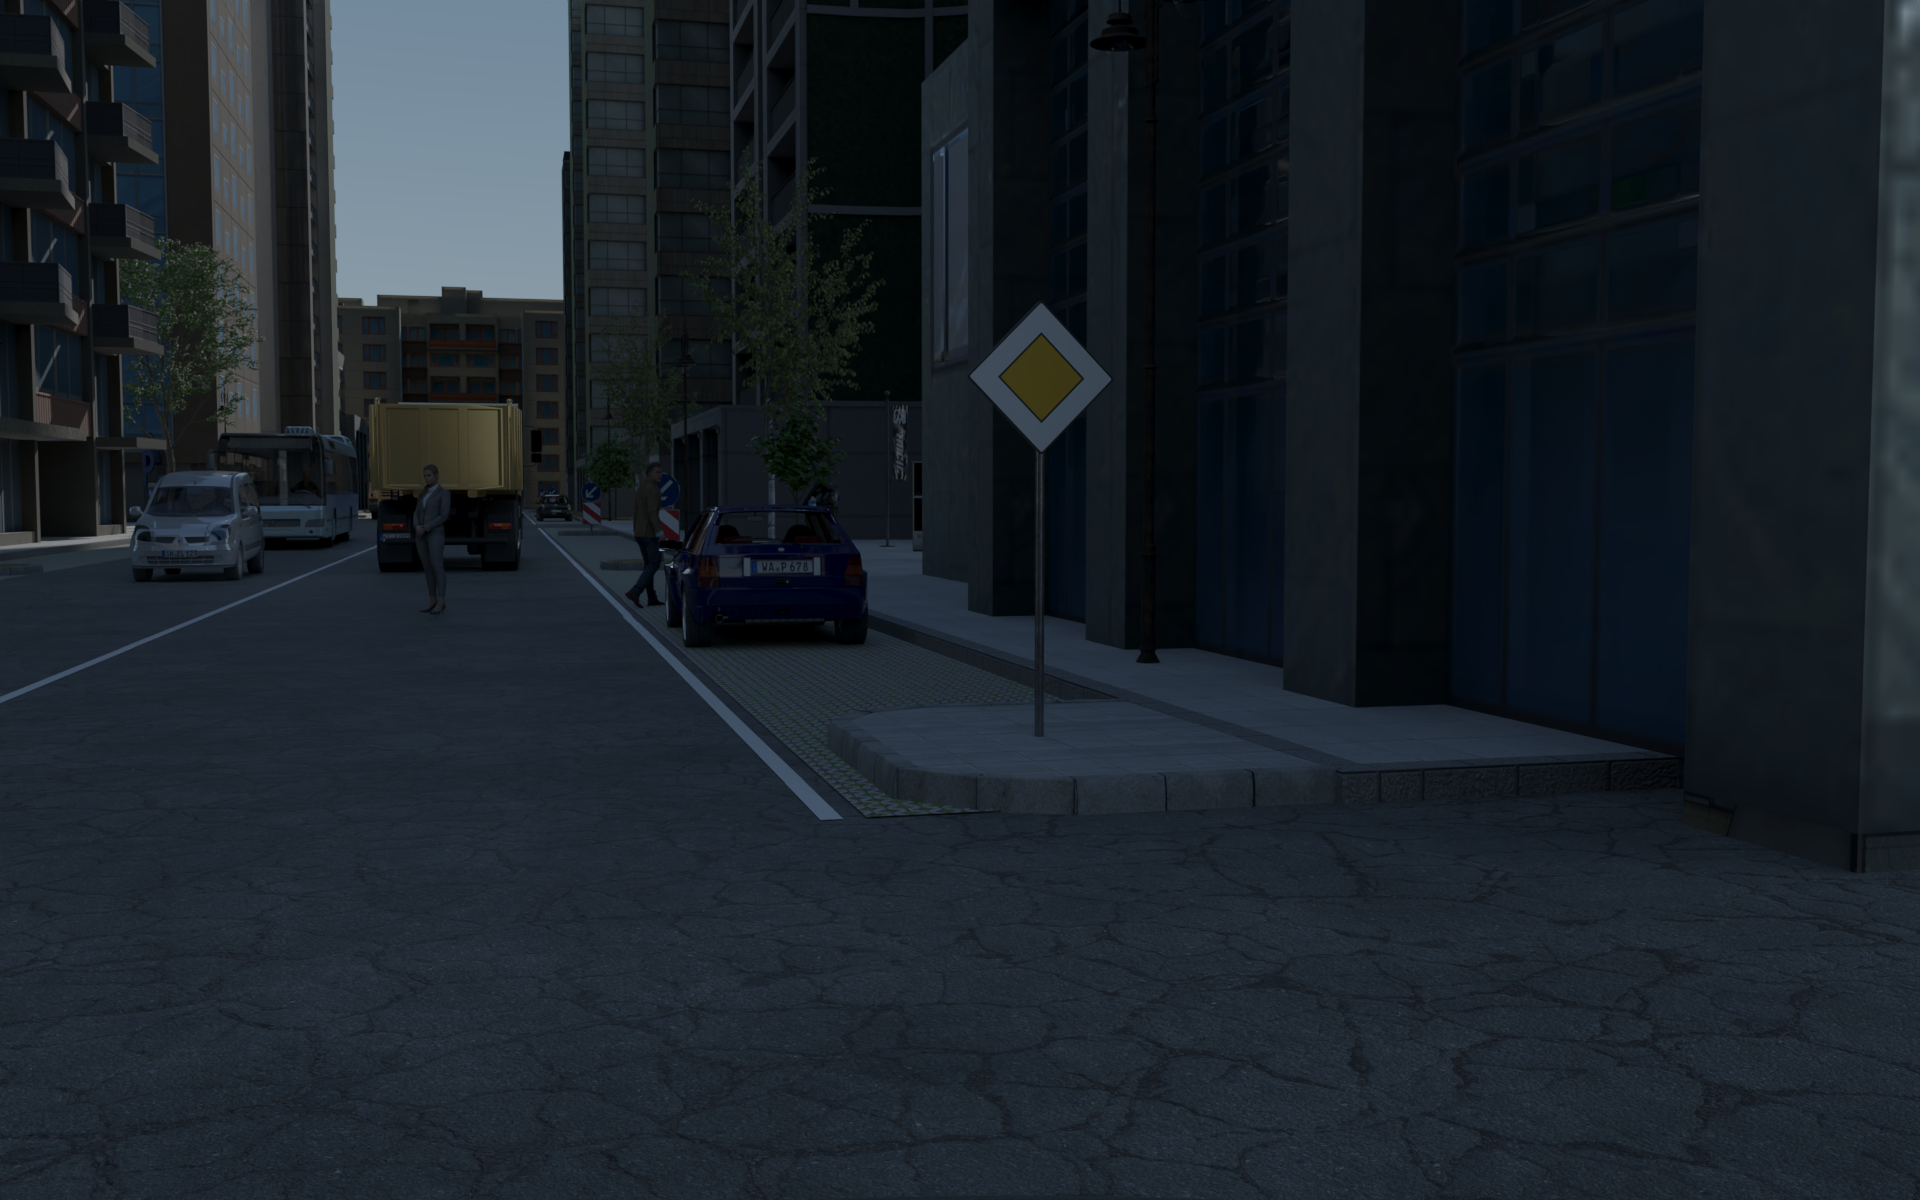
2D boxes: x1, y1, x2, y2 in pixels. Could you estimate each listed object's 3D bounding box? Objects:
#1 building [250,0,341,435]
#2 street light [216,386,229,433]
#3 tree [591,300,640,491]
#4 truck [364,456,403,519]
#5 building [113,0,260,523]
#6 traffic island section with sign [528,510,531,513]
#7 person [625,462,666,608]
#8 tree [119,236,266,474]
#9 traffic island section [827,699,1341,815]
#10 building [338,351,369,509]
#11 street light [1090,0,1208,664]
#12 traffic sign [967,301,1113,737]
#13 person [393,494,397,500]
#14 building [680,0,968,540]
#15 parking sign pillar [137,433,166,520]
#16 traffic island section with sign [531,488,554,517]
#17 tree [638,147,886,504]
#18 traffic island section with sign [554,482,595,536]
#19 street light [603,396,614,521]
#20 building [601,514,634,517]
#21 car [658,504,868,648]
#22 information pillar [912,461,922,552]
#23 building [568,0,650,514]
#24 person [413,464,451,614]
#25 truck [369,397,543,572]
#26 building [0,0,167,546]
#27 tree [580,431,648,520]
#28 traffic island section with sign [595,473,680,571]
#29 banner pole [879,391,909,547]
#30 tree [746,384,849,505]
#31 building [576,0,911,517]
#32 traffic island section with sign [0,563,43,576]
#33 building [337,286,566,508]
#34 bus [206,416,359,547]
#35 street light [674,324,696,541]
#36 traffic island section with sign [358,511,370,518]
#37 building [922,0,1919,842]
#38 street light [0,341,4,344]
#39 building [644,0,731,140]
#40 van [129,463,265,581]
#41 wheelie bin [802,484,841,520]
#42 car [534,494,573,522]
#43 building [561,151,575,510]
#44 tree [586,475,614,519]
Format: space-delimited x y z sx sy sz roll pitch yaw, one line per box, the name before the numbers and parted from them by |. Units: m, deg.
building | -51.108 -26.663 119.538 14.154 41.232 14.086 -1 4 -15
street light | -31.465 -6.205 74.236 0.468 5.910 1.993 -1 4 -15
tree | -12.247 -7.117 66.726 4.737 8.622 4.395 0 3 0
truck | -32.879 -6.872 101.270 2.839 4.237 11.283 -1 4 -13
building | -42.090 -26.441 82.422 14.600 45.320 14.200 -1 4 -15
traffic island section with sign | -32.431 -7.679 134.180 1.989 1.847 2.006 -1 4 -15
person | -3.917 -0.820 21.820 0.656 1.842 0.836 2 4 26
tree | -30.503 -8.610 66.525 9.928 11.665 9.643 0 3 0
traffic island section | 0.437 0.801 9.192 2.009 0.180 2.903 -1 4 -15
building | -64.370 -50.331 135.591 31.000 86.520 22.319 -1 4 -15
street light | 1.432 -2.460 13.015 0.468 5.910 1.993 -1 4 -15
traffic sign | 0.416 -0.334 9.109 0.795 2.450 0.064 -1 4 -15
person | -26.391 -4.261 81.407 0.421 1.427 0.697 3 4 38
building | 2.174 -37.566 52.452 20.563 71.187 20.611 -1 4 -15
parking sign pillar | -35.096 -5.321 75.469 1.447 3.967 1.447 3 5 41
traffic island section with sign | -25.522 -6.073 107.922 1.989 1.847 2.006 -1 4 -15
tree | -3.880 -5.341 37.685 4.737 8.622 4.395 0 3 0
traffic island section with sign | -12.894 -3.136 59.901 1.989 1.847 2.006 -1 4 -15
street light | -16.529 -6.653 81.559 0.468 5.910 1.993 -1 4 -15
building | -15.152 -25.603 102.206 14.154 41.232 14.086 -1 4 -15
car | -2.043 -0.305 17.560 1.945 1.354 3.894 -1 4 -13
information pillar | -0.892 -2.092 38.703 0.304 2.012 0.304 0 4 7
building | -23.476 -27.689 136.308 14.154 41.232 14.086 -1 4 -15
person | -6.413 -0.740 20.870 0.520 1.790 0.573 1 4 12
truck | -10.362 -2.432 35.688 3.469 3.379 9.791 -1 4 -14
building | -34.256 -23.840 44.406 22.147 44.769 28.867 -1 4 -15
tree | -17.331 -6.338 87.333 4.285 4.588 4.351 0 3 0
traffic island section with sign | -5.877 -1.503 33.203 1.989 1.847 2.006 -1 4 -15
banner pole | -1.585 -3.189 42.156 0.863 3.779 0.401 -3 5 -40
tree | -2.761 -2.205 30.651 1.663 3.219 1.824 0 3 0
building | -15.933 -41.635 118.990 20.563 71.187 20.611 -1 4 -15
traffic island section with sign | -17.509 -1.352 30.735 1.989 1.847 2.006 -1 4 -15
building | -49.796 -20.147 174.446 28.899 21.520 27.650 -1 4 -15
bus | -18.836 -3.312 49.018 2.948 3.499 13.247 -1 4 -15
street light | -7.500 -4.559 47.331 0.468 5.910 1.993 -1 4 -15
traffic island section with sign | -36.929 -5.871 104.617 1.989 1.847 2.006 -1 4 -15
building | 15.548 -43.176 18.594 31.000 86.520 22.319 -1 4 -15
street light | -22.439 -4.106 39.918 0.468 5.910 1.993 -1 4 -15
building | -7.082 -18.700 77.439 14.160 30.474 14.107 -1 4 -15
van | -13.103 -1.398 29.872 2.013 2.044 4.112 -1 4 -15
wheelie bin | -2.644 -1.543 33.140 0.693 1.594 0.980 0 4 1
car | -21.322 -4.965 90.958 2.009 1.686 4.222 -1 4 -16
building | -27.246 -23.150 150.195 14.160 30.474 14.107 -1 4 -15
tree | -18.535 -5.859 90.404 1.663 3.219 1.824 0 3 0
